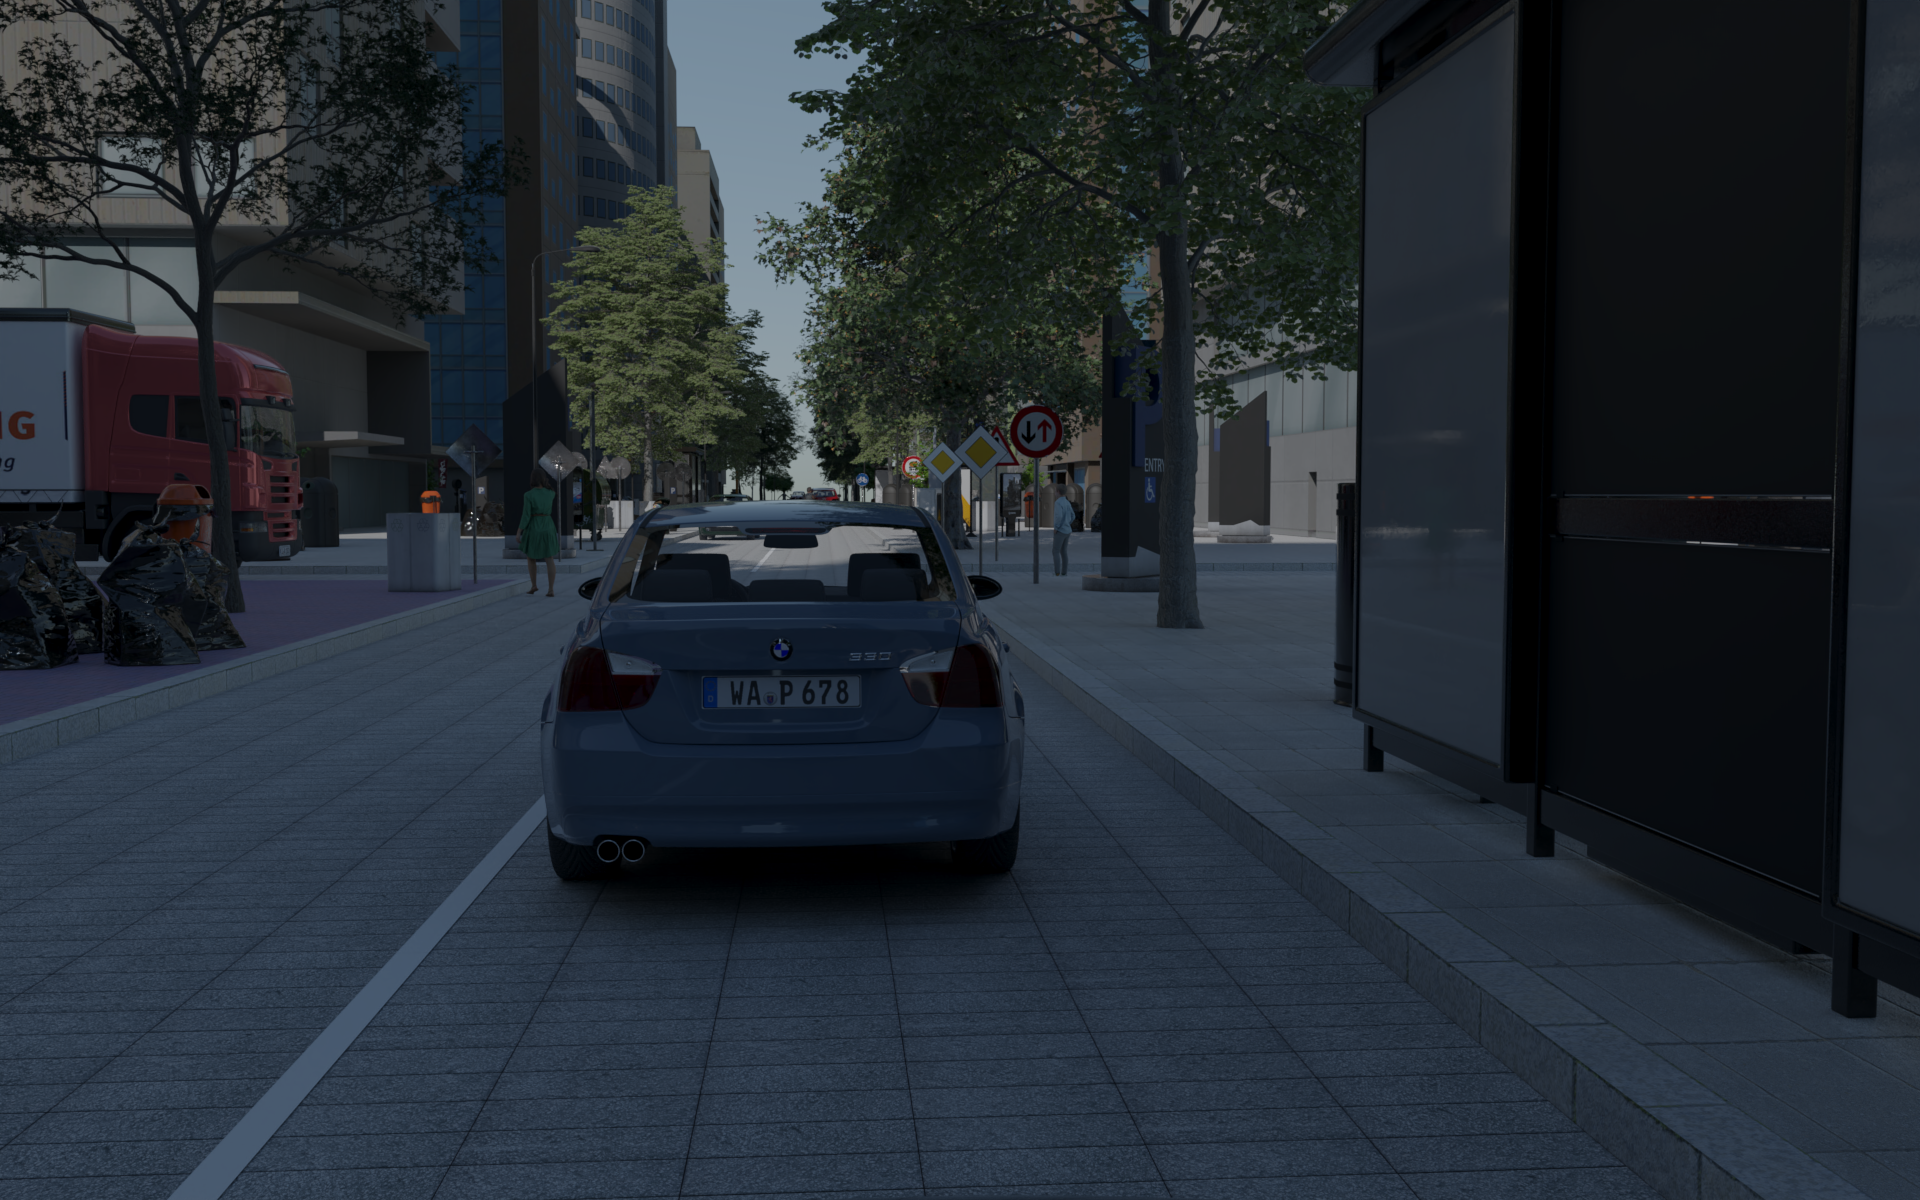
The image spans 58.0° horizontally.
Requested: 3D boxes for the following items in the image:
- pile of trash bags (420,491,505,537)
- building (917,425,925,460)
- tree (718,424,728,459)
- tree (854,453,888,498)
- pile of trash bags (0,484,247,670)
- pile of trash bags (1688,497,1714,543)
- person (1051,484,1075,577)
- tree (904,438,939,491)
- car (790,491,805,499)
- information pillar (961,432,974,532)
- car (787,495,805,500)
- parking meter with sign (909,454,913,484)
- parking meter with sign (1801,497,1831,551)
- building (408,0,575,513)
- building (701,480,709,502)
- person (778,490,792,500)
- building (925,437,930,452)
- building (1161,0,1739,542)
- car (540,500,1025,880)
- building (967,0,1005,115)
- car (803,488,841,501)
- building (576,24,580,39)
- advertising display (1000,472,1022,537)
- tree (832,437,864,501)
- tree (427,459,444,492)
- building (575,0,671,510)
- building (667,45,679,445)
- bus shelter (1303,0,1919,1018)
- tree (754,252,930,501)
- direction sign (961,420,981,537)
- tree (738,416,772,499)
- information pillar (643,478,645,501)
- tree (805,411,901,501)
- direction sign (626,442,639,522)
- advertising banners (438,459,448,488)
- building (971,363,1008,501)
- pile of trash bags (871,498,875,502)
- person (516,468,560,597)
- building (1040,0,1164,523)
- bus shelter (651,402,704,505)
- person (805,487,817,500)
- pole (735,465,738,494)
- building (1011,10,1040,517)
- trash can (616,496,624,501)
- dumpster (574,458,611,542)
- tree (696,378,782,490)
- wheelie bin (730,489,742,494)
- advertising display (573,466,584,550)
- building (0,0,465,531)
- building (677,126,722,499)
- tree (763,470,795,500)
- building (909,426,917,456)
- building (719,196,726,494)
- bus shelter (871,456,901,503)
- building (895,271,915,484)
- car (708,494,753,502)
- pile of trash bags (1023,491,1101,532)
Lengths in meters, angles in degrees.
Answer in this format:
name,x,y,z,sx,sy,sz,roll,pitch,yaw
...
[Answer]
name,x,y,z,sx,sy,sz,roll,pitch,yaw
pile of trash bags,-14.542,-2.599,52.249,3.447,1.369,1.912,-2,4,-35
building,1.700,-32.134,208.981,14.154,41.232,14.086,0,4,-5
tree,-20.690,-16.646,182.535,12.009,13.543,11.850,0,3,0
tree,-6.639,-9.105,132.577,4.285,4.588,4.351,0,3,0
pile of trash bags,-6.844,-0.275,14.249,1.912,1.369,3.447,0,4,-7
pile of trash bags,15.790,-1.881,40.512,3.447,1.369,1.912,2,4,29
person,1.690,-1.138,28.925,0.330,1.601,0.589,3,5,40
tree,-0.792,-3.610,53.627,1.663,3.219,1.824,0,3,0
car,-20.810,-13.153,223.717,2.281,1.827,5.304,0,4,-6
information pillar,0.229,-4.110,58.555,0.183,3.616,0.504,-3,4,-39
car,-16.370,-9.848,173.594,1.945,1.354,3.894,0,4,-4
parking meter with sign,-1.496,-4.925,76.791,1.738,3.016,0.543,-2,4,-27
parking meter with sign,17.492,-2.382,35.202,1.738,3.016,0.543,-3,5,-43
building,-29.636,-27.388,97.901,14.600,45.320,14.200,0,4,-5
building,-46.988,-31.584,208.284,32.217,40.220,23.993,0,4,-5
person,-13.687,-7.697,135.126,1.217,1.735,0.721,1,4,15
building,4.361,-29.727,169.636,14.154,41.232,14.086,0,4,-5
building,22.062,-28.577,56.474,27.495,52.752,28.713,0,4,-5
car,-0.758,0.259,7.775,2.014,1.417,4.499,0,4,-5
building,9.551,-32.309,151.959,21.300,48.544,21.600,0,4,-5
car,-8.203,-5.795,103.419,2.281,1.827,5.304,0,4,-7
building,-39.596,-26.004,117.053,32.217,40.220,23.993,0,4,-5
advertising display,1.523,-2.865,52.063,0.123,1.923,0.974,3,4,37
tree,-10.529,-13.670,173.869,4.737,8.622,4.395,0,3,0
tree,-24.054,-5.115,78.230,1.663,3.219,1.824,0,3,0
building,-35.981,-36.801,143.692,21.231,58.520,28.212,0,4,-5
building,-34.516,-31.545,165.870,14.600,45.320,14.200,0,4,-5
bus shelter,2.778,-1.766,6.509,2.179,5.291,8.768,0,4,-4
tree,-3.392,-10.692,85.187,12.009,13.543,11.850,0,3,0
direction sign,0.328,-3.653,51.723,0.876,3.537,0.379,-1,4,-19
tree,-18.276,-12.249,150.626,4.360,8.622,3.978,0,3,0
information pillar,-14.126,-4.504,78.140,0.304,2.012,0.304,0,4,1
tree,-12.244,-17.805,197.764,9.857,13.997,8.962,0,3,0
direction sign,-13.170,-4.749,69.644,0.379,3.537,0.876,1,4,22
advertising banners,-24.509,-5.117,79.855,2.074,3.025,0.090,1,4,13
building,12.023,-49.663,124.662,22.319,86.520,31.000,0,4,-5
pile of trash bags,-4.015,-5.947,106.992,1.912,1.369,3.447,1,4,19
person,-5.877,-0.946,24.217,0.600,1.795,0.529,-3,5,-45
building,11.465,-26.275,79.708,14.600,45.320,14.200,0,4,-5
bus shelter,-12.822,-6.131,77.882,2.179,5.291,8.768,0,4,-5
person,-7.155,-4.589,83.895,0.716,1.782,0.532,2,4,28
pole,-12.853,-6.481,99.812,0.158,3.312,0.155,0,3,0
building,9.629,-25.582,101.858,14.154,41.232,14.086,0,4,-5
trash can,-20.329,-5.654,104.095,0.748,1.137,0.748,0,3,0
dumpster,-10.339,-2.721,46.982,1.502,2.255,1.985,0,4,-4
tree,-16.857,-11.995,130.537,7.601,10.594,8.767,1,4,10
wheelie bin,-13.782,-6.044,106.732,0.980,1.594,0.693,2,4,30
advertising display,-9.140,-2.113,39.760,0.974,1.923,0.123,-2,4,-25
building,-32.861,-28.695,58.405,28.713,52.752,27.495,0,4,-5
building,-43.341,-37.156,231.199,21.300,48.544,21.600,0,4,-5
tree,-26.667,-17.115,263.541,4.285,4.588,4.351,0,3,0
building,4.362,-37.409,231.252,23.786,49.044,30.456,0,4,-5
building,-41.155,-36.653,249.394,14.600,45.320,14.200,0,4,-5
bus shelter,-3.799,-6.141,94.333,2.014,3.302,5.546,0,4,-4
building,1.365,-38.760,257.422,21.300,48.544,21.600,0,4,-5
car,-7.308,-2.769,55.065,2.009,1.686,4.222,0,4,-3
pile of trash bags,3.756,-3.015,59.041,3.447,1.369,1.912,2,4,25
